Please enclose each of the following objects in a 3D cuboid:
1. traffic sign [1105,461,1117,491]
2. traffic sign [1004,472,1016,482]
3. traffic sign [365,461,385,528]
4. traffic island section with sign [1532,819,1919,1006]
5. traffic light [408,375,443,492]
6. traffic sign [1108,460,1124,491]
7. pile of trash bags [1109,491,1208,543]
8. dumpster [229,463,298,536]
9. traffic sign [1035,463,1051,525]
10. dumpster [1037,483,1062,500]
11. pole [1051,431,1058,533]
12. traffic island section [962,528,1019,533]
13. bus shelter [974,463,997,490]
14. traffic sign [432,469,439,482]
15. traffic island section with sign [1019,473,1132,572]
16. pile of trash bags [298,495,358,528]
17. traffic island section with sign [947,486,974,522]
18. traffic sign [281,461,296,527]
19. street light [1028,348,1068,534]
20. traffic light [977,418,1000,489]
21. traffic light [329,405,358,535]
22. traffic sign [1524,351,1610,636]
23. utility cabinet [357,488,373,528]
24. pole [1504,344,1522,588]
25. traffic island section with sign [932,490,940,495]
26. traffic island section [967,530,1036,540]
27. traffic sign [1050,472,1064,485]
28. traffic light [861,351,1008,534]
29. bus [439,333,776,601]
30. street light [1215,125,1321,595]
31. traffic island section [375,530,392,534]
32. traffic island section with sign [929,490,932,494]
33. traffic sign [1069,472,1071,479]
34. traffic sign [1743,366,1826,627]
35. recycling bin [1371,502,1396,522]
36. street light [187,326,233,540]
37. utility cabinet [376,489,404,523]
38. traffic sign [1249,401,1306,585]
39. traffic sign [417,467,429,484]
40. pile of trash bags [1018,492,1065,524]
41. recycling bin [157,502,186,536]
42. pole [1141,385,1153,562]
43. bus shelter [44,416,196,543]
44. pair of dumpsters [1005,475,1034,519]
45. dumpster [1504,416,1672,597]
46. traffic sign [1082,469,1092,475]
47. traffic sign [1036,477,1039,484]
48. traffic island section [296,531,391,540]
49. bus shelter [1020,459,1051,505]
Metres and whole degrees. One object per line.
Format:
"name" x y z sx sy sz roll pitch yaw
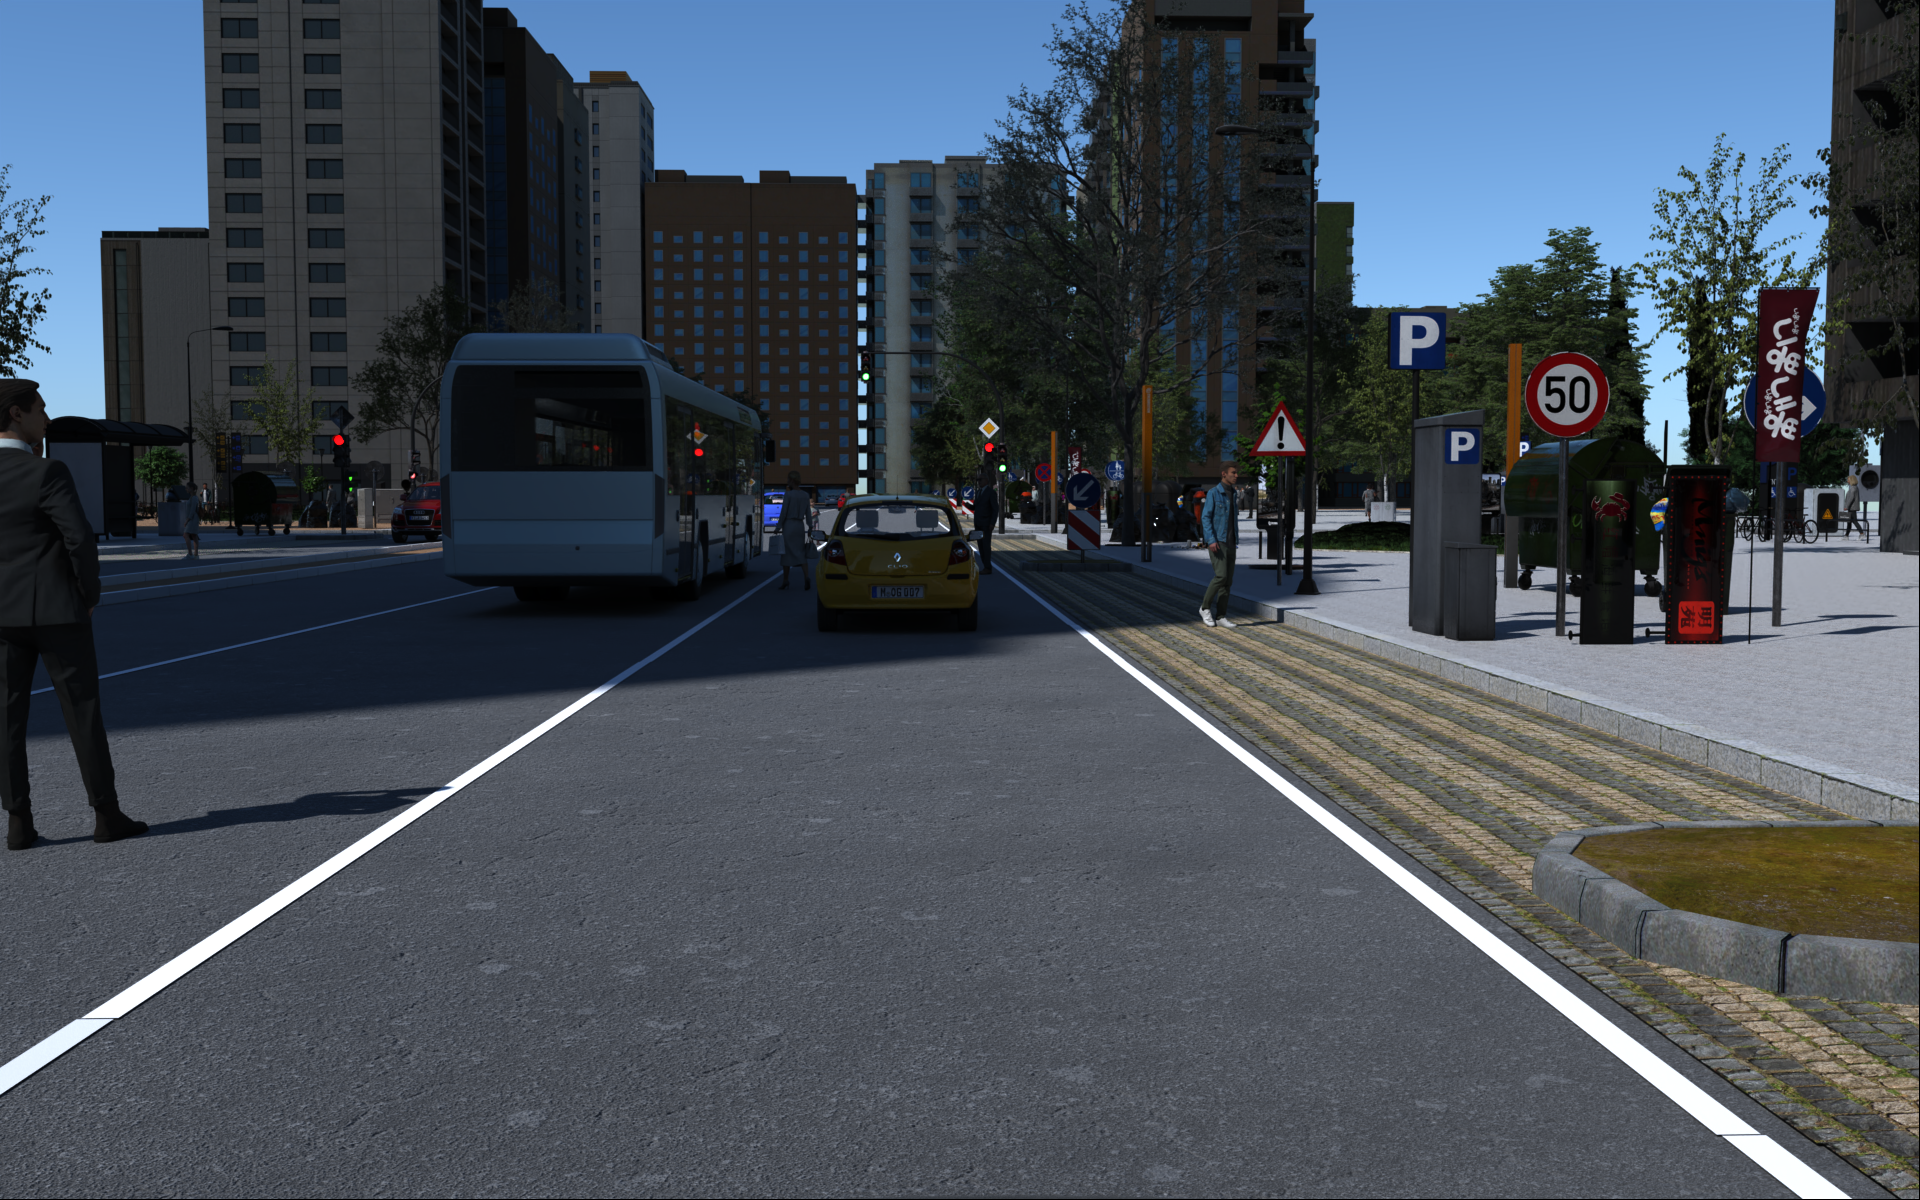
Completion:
"traffic sign" 5.929 -4.058 66.459 0.768 2.556 0.104 0 4 1
"traffic sign" 2.902 -6.107 99.950 0.768 2.556 0.104 0 3 0
"traffic sign" -22.276 -4.025 65.914 0.768 2.556 0.104 0 4 4
"traffic island section with sign" 3.049 0.177 5.737 1.989 1.847 2.006 0 4 -2
"traffic light" -17.718 -5.398 62.921 4.771 5.953 1.251 0 4 -2
"traffic sign" 5.947 -3.975 65.091 0.768 2.556 0.104 0 4 6
"pile of trash bags" 5.715 -2.275 46.946 1.912 1.369 3.447 3 5 44
"dumpster" -21.599 -3.132 53.710 1.502 2.255 1.985 0 4 -2
"traffic sign" 3.460 -4.332 70.933 0.768 2.556 0.104 0 4 8
"dumpster" 4.844 -5.345 93.147 1.264 1.857 1.865 0 4 -2
"pole" 3.070 -3.823 56.349 0.158 3.312 0.155 0 3 0
"traffic island section" 1.083 -2.530 63.651 2.009 0.180 2.903 0 4 -2
"bus shelter" 2.125 -8.755 120.781 2.179 5.291 8.768 0 4 -2
"traffic sign" -26.607 -5.323 87.144 0.768 2.556 0.104 0 4 7
"traffic island section with sign" 2.141 -1.471 32.677 1.989 1.847 2.006 0 4 -2
"pile of trash bags" -24.723 -3.430 65.839 3.447 1.369 1.912 -1 4 -21
"traffic island section with sign" 0.265 -4.869 88.236 1.989 1.847 2.006 0 4 -2
"traffic sign" -26.276 -4.123 67.518 0.768 2.556 0.104 0 4 -1
"street light" 2.874 -5.058 55.242 1.470 5.913 1.316 0 4 -2
"traffic light" 1.043 -4.564 63.536 0.839 4.253 0.868 0 4 -2
"traffic light" -19.535 -4.031 54.835 0.839 4.253 0.868 0 4 -2
"traffic sign" 5.423 -0.946 15.569 0.768 2.556 0.104 0 4 -1
"utility cabinet" -22.178 -3.417 64.545 0.318 1.500 1.173 -2 4 -31
"pole" 7.535 -1.820 23.606 0.158 3.312 0.155 0 3 0
"traffic island section with sign" -0.664 -6.517 115.175 1.989 1.847 2.006 0 4 -2
"traffic island section" 1.354 -2.042 55.670 2.009 0.180 2.903 0 4 -2
"traffic sign" 5.627 -6.138 100.469 0.768 2.556 0.104 0 4 5
"traffic light" -0.774 -4.934 55.343 4.771 5.953 1.251 0 4 -2
"bus" -4.794 -1.930 26.423 2.948 3.499 13.247 0 4 -1
"street light" 3.907 -3.024 21.982 1.470 5.913 1.316 0 4 -2
"traffic island section" -19.846 -2.487 62.949 2.009 0.180 2.903 0 4 -2
"traffic island section with sign" -2.365 -9.585 165.347 1.989 1.847 2.006 0 4 -2
"traffic sign" 5.969 -5.413 88.612 0.768 2.556 0.104 0 4 3
"traffic sign" 7.914 -1.016 16.710 0.768 2.556 0.104 0 4 5
"recycling bin" 13.443 -2.594 54.972 0.722 1.027 0.722 1 4 19
"street light" -20.796 -4.618 48.044 1.470 5.913 1.316 0 4 -2
"utility cabinet" -24.701 -4.056 74.992 1.173 1.500 0.318 -2 4 -29
"traffic sign" 4.486 -1.484 24.272 0.884 2.594 0.081 0 4 5
"traffic sign" -25.028 -4.928 80.684 0.768 2.556 0.104 0 4 4
"pile of trash bags" 3.402 -3.987 74.938 1.912 1.369 3.447 -1 4 -21
"recycling bin" -24.177 -2.495 53.341 0.722 1.027 0.722 1 4 9
"pole" 3.520 -2.372 32.618 0.158 3.312 0.155 0 3 0
"bus shelter" -23.157 -3.289 47.700 2.014 3.302 5.546 0 4 -2
"pair of dumpsters" 2.985 -5.357 90.075 1.574 2.255 4.437 0 4 -2
"dumpster" 8.079 -1.213 22.321 1.502 2.255 1.985 0 4 -2
"traffic sign" 6.199 -5.285 86.520 0.768 2.556 0.104 0 4 5
"traffic sign" 4.749 -6.109 99.983 0.768 2.556 0.104 0 4 2
"traffic island section" -19.576 -1.999 54.968 2.009 0.180 2.903 0 4 -2
"bus shelter" 5.326 -8.644 118.968 2.179 5.291 8.768 0 4 -2
